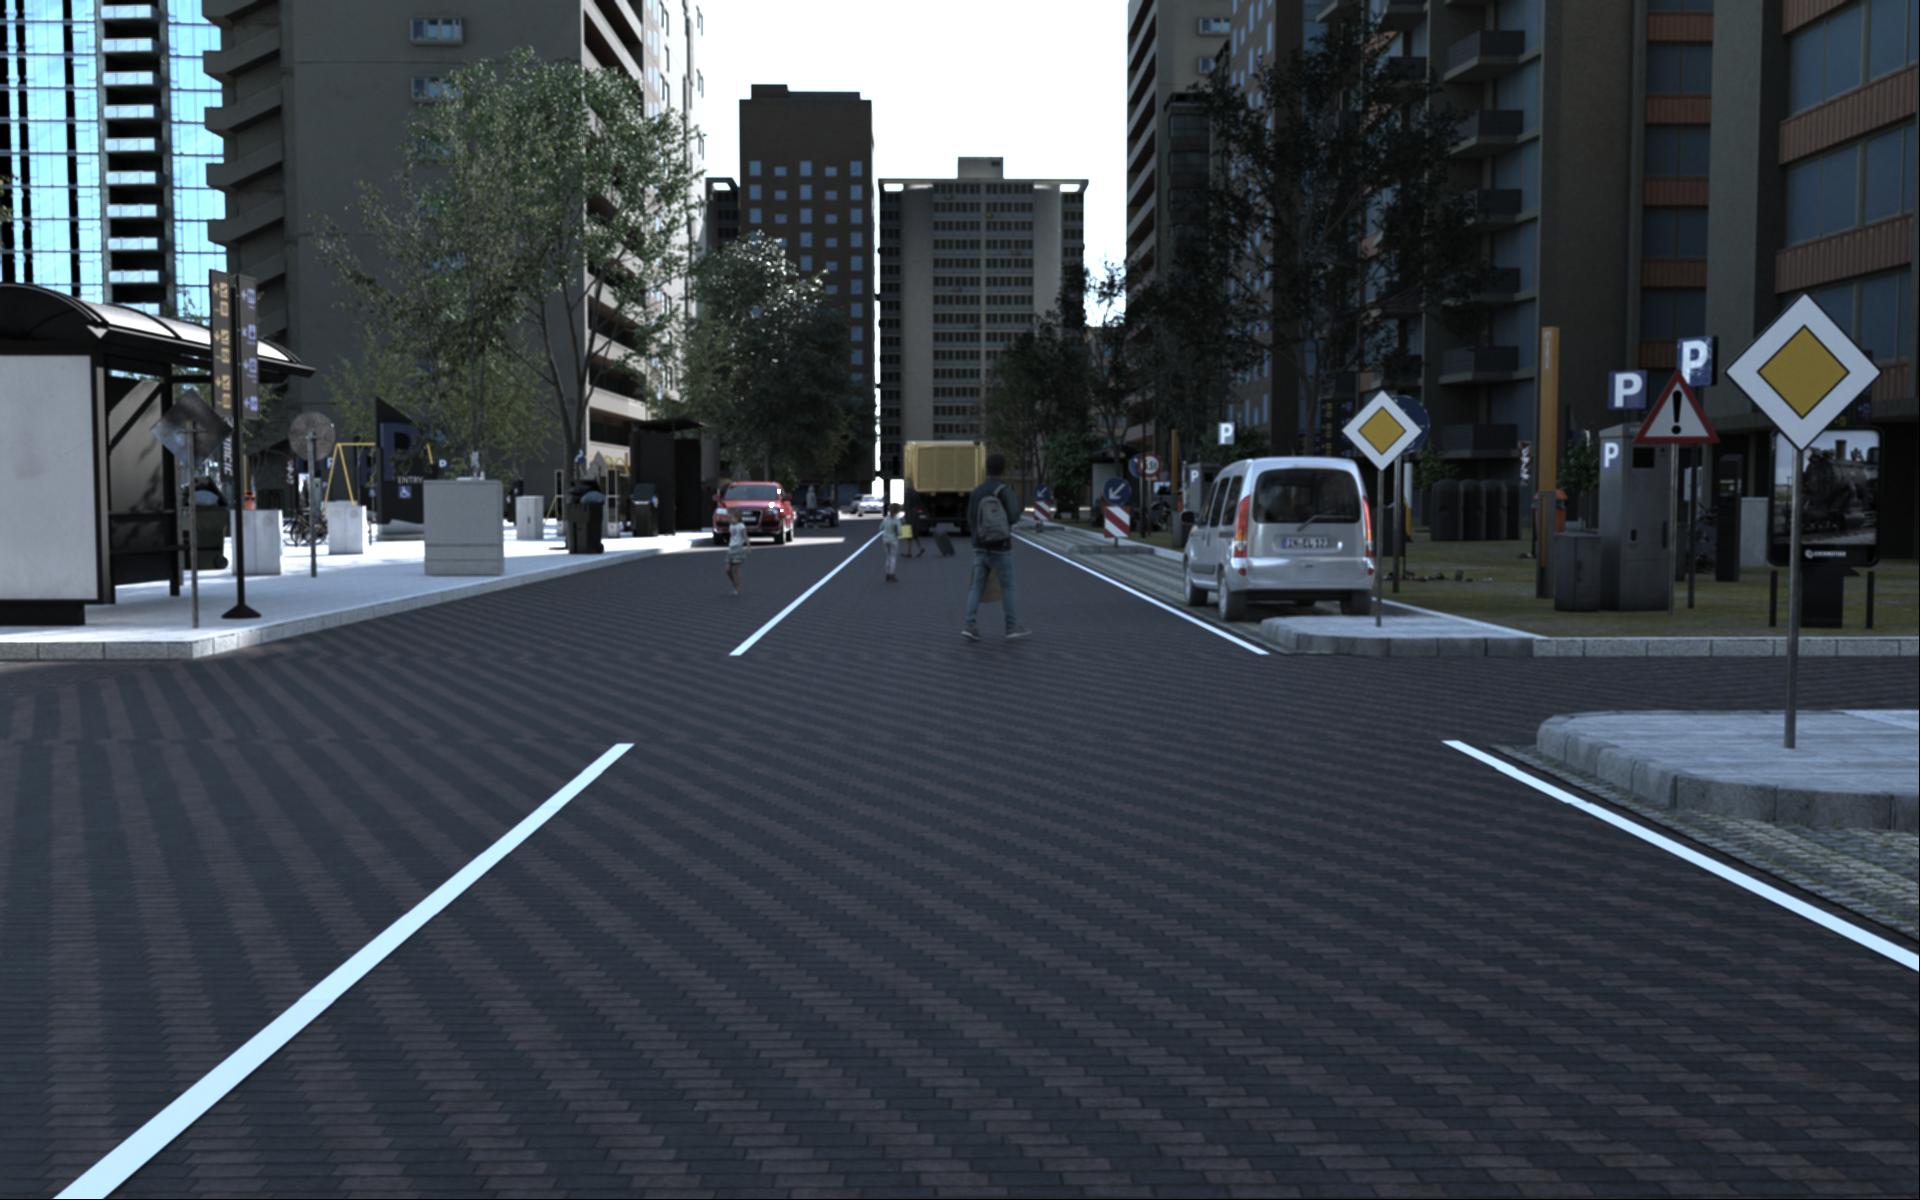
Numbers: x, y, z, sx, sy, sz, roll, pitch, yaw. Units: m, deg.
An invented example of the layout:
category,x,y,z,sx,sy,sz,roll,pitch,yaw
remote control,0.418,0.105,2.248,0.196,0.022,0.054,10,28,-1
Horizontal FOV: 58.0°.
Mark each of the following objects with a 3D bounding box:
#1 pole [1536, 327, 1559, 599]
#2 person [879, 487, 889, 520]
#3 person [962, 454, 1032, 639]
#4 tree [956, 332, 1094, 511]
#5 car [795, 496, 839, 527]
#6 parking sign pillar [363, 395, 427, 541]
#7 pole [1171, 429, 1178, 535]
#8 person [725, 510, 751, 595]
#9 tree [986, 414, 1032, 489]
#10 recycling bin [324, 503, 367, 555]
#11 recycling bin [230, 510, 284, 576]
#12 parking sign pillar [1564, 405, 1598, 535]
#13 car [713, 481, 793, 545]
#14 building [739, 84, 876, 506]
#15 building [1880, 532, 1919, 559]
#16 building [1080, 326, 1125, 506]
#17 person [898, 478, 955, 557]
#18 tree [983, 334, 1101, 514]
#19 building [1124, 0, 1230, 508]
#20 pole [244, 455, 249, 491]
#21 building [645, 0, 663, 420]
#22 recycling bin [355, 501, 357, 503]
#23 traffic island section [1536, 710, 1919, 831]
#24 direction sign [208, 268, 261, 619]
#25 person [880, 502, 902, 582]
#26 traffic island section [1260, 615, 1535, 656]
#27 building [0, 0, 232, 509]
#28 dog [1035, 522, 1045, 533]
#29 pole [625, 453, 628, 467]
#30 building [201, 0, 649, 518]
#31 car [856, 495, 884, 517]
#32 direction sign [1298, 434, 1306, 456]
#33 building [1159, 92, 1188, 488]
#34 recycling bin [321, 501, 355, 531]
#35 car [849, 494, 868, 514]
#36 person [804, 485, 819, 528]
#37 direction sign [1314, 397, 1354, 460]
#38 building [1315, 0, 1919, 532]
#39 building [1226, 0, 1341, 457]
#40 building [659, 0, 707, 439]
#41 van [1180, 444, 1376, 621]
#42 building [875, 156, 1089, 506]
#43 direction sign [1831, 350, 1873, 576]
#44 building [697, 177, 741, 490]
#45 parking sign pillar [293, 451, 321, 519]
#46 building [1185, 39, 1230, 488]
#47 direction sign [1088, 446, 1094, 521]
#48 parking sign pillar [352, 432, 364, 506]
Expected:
category,x,y,z,sx,sy,sz,roll,pitch,yaw
pole,7.209,-1.676,21.241,0.158,3.312,0.155,0,3,0
person,-4.122,-5.320,95.467,0.705,1.826,1.348,1,4,16
person,0.306,-0.521,17.002,0.713,1.824,0.794,-3,4,-36
tree,4.838,-13.418,129.757,12.009,13.543,11.850,0,3,0
car,-6.266,-3.894,76.250,1.945,1.354,3.894,0,4,-1
parking sign pillar,-15.346,-3.617,47.610,1.447,3.967,1.447,-3,4,-37
pole,6.762,-3.716,54.598,0.158,3.312,0.155,0,3,0
person,-3.121,-0.681,24.655,0.505,1.210,0.382,3,5,40
tree,4.203,-12.394,153.011,4.737,8.622,4.395,0,3,0
recycling bin,-13.084,-1.494,36.985,0.722,1.027,0.722,-1,4,-13
recycling bin,-11.190,-0.919,27.583,0.722,1.027,0.722,-1,4,-18
parking sign pillar,18.849,-3.949,53.034,1.447,3.967,1.447,2,4,30
car,-6.013,-2.568,50.665,2.281,1.827,5.304,0,4,-2
building,-16.608,-33.182,192.640,14.200,45.320,14.600,0,4,-1
building,31.284,-23.380,36.886,28.867,44.769,22.147,0,4,-1
building,28.807,-21.750,200.644,28.899,21.520,27.650,0,4,-1
person,-0.790,-1.902,39.816,1.509,1.804,0.699,-2,4,-29
tree,5.205,-11.265,109.937,9.928,11.665,9.643,0,3,0
building,25.767,-31.935,145.840,21.300,48.544,21.600,0,4,-1
pole,-36.956,-5.864,89.713,0.158,3.312,0.155,0,3,0
building,-28.607,-28.698,119.317,14.600,45.320,14.200,0,4,-1
recycling bin,-23.625,-3.313,66.729,0.722,1.027,0.722,-1,4,-23
traffic island section,4.215,0.826,8.769,2.009,0.180,2.903,0,4,-1
direction sign,-7.468,-1.584,17.895,0.379,3.537,0.876,0,4,6
person,-1.112,-0.954,28.373,0.425,1.301,0.394,1,4,21
traffic island section,4.066,0.338,16.753,2.009,0.180,2.903,0,4,-1
building,-65.866,-50.751,142.444,31.000,86.520,22.319,0,4,-1
dog,2.970,-2.655,63.600,0.748,0.427,0.550,-3,5,-41
pole,-16.364,-5.581,85.091,0.158,3.312,0.155,0,3,0
building,-30.739,-29.210,101.278,21.300,48.544,21.600,0,4,-1
car,-5.589,-6.023,110.843,2.083,1.381,4.827,0,4,-3
direction sign,13.097,-4.464,64.989,0.876,3.537,0.379,2,4,35
building,21.560,-21.807,128.242,14.160,30.474,14.107,0,4,-1
recycling bin,-20.997,-2.797,58.288,0.722,1.027,0.722,3,4,38
car,-6.947,-6.909,124.970,2.014,1.417,4.499,0,4,1
person,-6.281,-3.909,72.587,0.728,1.800,0.709,-3,5,-44
direction sign,8.873,-2.988,40.854,0.876,3.537,0.379,3,5,44
building,28.163,-25.851,77.294,22.147,44.769,28.867,0,4,-1
building,23.567,-27.492,99.613,14.600,45.320,14.200,0,4,-1
building,-35.538,-33.806,141.962,27.495,52.752,28.713,0,4,-1
van,3.728,-0.841,20.764,2.013,2.044,4.112,0,4,-1
building,2.325,-31.185,201.750,23.993,40.220,32.217,0,4,-1
direction sign,13.951,-2.150,27.155,0.876,3.537,0.379,-2,4,-26
building,-36.435,-31.125,200.770,23.993,40.220,32.217,0,4,-1
parking sign pillar,-33.773,-6.186,89.614,1.447,3.967,1.447,-3,5,-43
building,23.219,-20.947,114.189,14.160,30.474,14.107,0,4,-1
direction sign,6.146,-5.448,81.064,0.876,3.537,0.379,3,5,44
parking sign pillar,-25.736,-5.321,75.465,1.447,3.967,1.447,3,5,39
